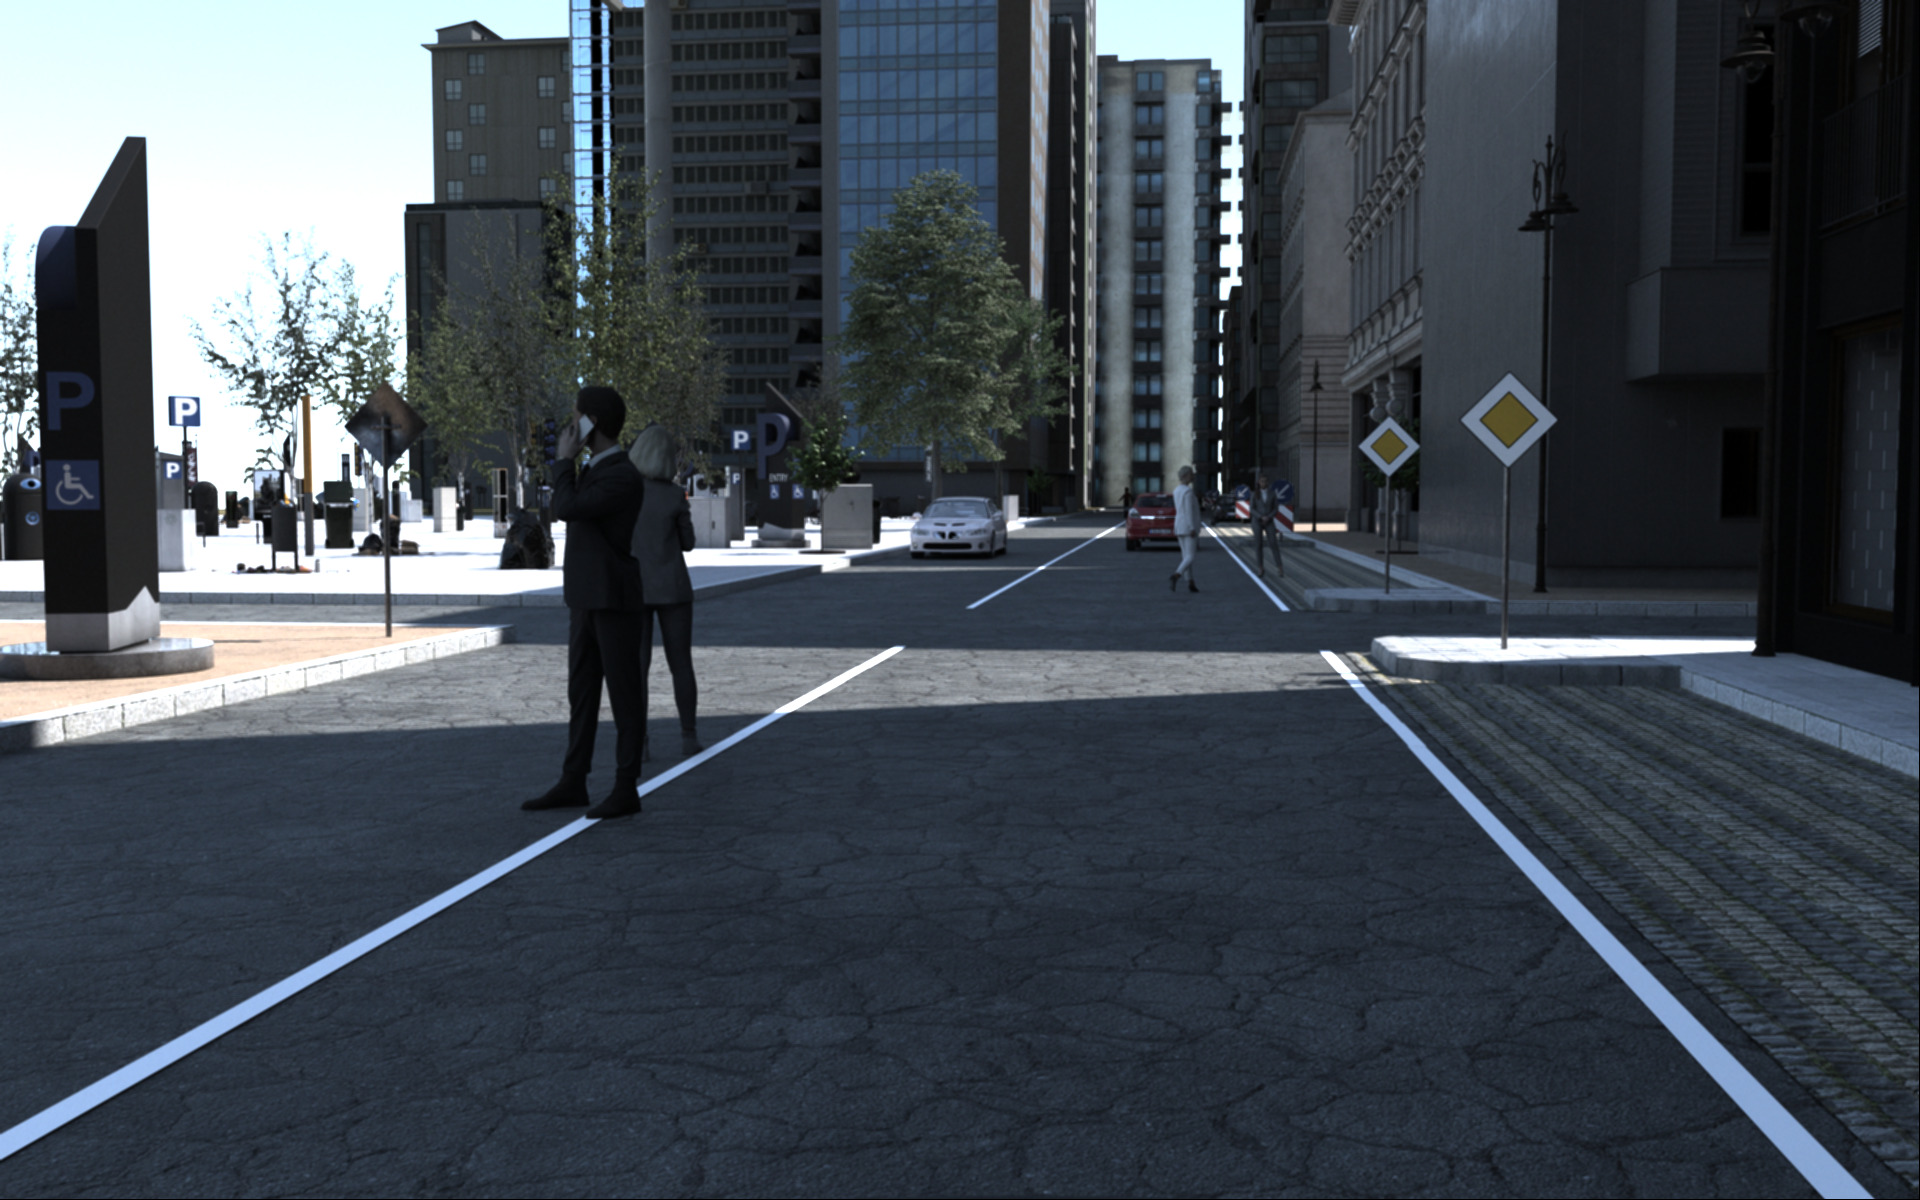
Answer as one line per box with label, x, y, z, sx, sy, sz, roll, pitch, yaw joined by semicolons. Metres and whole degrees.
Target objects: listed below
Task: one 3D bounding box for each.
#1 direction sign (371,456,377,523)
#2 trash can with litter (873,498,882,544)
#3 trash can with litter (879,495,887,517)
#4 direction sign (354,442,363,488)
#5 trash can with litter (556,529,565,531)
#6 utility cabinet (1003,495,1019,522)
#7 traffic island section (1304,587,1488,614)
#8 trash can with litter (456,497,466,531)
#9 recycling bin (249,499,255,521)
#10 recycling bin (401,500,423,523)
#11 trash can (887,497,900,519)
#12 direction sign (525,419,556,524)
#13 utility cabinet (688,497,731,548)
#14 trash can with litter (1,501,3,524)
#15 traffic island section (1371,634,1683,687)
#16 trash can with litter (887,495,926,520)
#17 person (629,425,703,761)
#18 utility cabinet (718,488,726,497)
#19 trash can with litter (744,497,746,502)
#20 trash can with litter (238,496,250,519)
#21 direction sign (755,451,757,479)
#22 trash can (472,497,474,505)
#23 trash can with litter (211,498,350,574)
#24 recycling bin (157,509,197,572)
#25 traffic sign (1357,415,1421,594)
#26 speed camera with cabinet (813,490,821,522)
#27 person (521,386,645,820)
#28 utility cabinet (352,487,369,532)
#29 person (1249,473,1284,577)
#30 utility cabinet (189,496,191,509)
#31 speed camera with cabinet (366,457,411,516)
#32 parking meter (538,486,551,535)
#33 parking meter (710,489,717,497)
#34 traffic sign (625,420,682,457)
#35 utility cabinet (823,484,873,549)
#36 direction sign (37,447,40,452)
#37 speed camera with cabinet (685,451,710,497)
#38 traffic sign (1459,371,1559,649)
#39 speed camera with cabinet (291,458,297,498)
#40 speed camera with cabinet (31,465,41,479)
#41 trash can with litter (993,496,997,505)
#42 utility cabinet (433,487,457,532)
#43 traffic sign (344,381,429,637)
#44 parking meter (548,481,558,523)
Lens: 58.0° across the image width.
direction sign;-25.903;-5.156;76.297;0.379;3.537;0.876;-1;4;-21
trash can with litter;-2.383;-2.041;44.754;0.624;1.170;1.055;-1;4;-15
trash can with litter;-4.671;-5.280;97.388;2.233;1.210;1.678;0;4;0
direction sign;-26.112;-5.090;75.225;0.379;3.537;0.876;0;4;2
trash can with litter;-13.269;-2.988;59.903;1.678;1.210;2.233;0;4;-5
utility cabinet;2.371;-4.280;81.133;0.306;1.237;1.020;2;4;30
traffic island section;5.506;0.001;22.260;2.009;0.180;2.903;0;4;7
trash can with litter;-17.626;-2.966;59.882;1.055;1.170;0.624;1;4;20
recycling bin;-33.493;-4.302;82.886;0.722;1.027;0.722;1;4;18
recycling bin;-24.475;-3.961;77.318;0.722;1.027;0.722;-3;5;-39
trash can;-3.482;-4.859;91.094;0.748;1.137;0.748;0;3;0
direction sign;-12.588;-3.673;52.048;0.876;3.537;0.379;0;4;-7
utility cabinet;-5.964;-1.829;41.061;1.020;1.237;0.306;1;4;17
trash can with litter;-41.238;-3.869;74.645;0.624;1.170;1.055;3;5;41
traffic island section;4.522;0.486;14.336;2.009;0.180;2.903;0;4;7
trash can with litter;-2.356;-4.690;87.733;2.233;1.210;1.678;0;4;6
person;-1.707;-0.049;9.485;0.537;1.800;0.526;0;4;4
utility cabinet;-8.651;-3.407;64.388;0.318;1.500;1.173;1;4;15
trash can with litter;-11.347;-4.624;86.653;2.233;1.210;1.678;-3;5;-41
trash can with litter;-36.829;-4.730;88.726;0.624;1.170;1.055;2;4;25
direction sign;-10.373;-5.984;89.842;0.379;3.537;0.876;-3;4;-36
trash can;-25.226;-4.706;88.600;0.748;1.137;0.748;0;3;0
trash can with litter;-11.279;-1.061;28.403;2.233;1.210;1.678;2;4;26
recycling bin;-13.129;-0.988;28.700;0.722;1.027;0.722;0;4;-8
traffic sign;5.481;-1.134;22.186;0.795;2.450;0.064;0;4;7
speed camera with cabinet;-5.838;-5.307;81.112;2.038;3.252;0.660;-1;4;-19
person;-1.649;0.010;7.697;0.474;1.900;0.648;-2;4;-31
utility cabinet;-20.337;-3.054;58.610;1.173;1.500;0.318;3;4;37
person;5.271;-1.284;29.771;0.520;1.790;0.573;-1;4;-12
utility cabinet;-25.788;-2.866;58.023;0.306;1.237;1.020;-1;4;-13
speed camera with cabinet;-27.952;-5.528;84.715;2.038;3.252;0.660;0;4;2
parking meter;-12.891;-2.774;53.768;0.372;1.533;0.369;0;3;0
parking meter;-12.705;-4.948;89.314;0.372;1.533;0.369;0;3;0
traffic sign;-4.137;-1.208;23.396;0.795;2.450;0.064;0;4;7
utility cabinet;-2.600;-1.902;39.782;1.173;1.500;0.318;0;4;-7
direction sign;-44.240;-5.630;84.040;0.876;3.537;0.379;-2;4;-25
speed camera with cabinet;-12.485;-5.182;79.060;2.038;3.252;0.660;-1;4;-16
traffic sign;4.497;-0.649;14.261;0.795;2.450;0.064;0;4;7
speed camera with cabinet;-36.118;-5.994;92.346;0.660;3.252;2.038;2;4;31
speed camera with cabinet;-28.638;-3.749;55.634;2.038;3.252;0.660;-2;4;-34
trash can with litter;2.296;-5.120;95.103;1.055;1.170;0.624;0;4;0
utility cabinet;-17.186;-3.000;57.731;0.318;1.500;1.173;0;4;7
traffic sign;-5.121;-0.724;15.472;0.795;2.450;0.064;0;4;7
parking meter;-18.118;-4.371;77.174;0.399;1.863;0.255;1;4;10
